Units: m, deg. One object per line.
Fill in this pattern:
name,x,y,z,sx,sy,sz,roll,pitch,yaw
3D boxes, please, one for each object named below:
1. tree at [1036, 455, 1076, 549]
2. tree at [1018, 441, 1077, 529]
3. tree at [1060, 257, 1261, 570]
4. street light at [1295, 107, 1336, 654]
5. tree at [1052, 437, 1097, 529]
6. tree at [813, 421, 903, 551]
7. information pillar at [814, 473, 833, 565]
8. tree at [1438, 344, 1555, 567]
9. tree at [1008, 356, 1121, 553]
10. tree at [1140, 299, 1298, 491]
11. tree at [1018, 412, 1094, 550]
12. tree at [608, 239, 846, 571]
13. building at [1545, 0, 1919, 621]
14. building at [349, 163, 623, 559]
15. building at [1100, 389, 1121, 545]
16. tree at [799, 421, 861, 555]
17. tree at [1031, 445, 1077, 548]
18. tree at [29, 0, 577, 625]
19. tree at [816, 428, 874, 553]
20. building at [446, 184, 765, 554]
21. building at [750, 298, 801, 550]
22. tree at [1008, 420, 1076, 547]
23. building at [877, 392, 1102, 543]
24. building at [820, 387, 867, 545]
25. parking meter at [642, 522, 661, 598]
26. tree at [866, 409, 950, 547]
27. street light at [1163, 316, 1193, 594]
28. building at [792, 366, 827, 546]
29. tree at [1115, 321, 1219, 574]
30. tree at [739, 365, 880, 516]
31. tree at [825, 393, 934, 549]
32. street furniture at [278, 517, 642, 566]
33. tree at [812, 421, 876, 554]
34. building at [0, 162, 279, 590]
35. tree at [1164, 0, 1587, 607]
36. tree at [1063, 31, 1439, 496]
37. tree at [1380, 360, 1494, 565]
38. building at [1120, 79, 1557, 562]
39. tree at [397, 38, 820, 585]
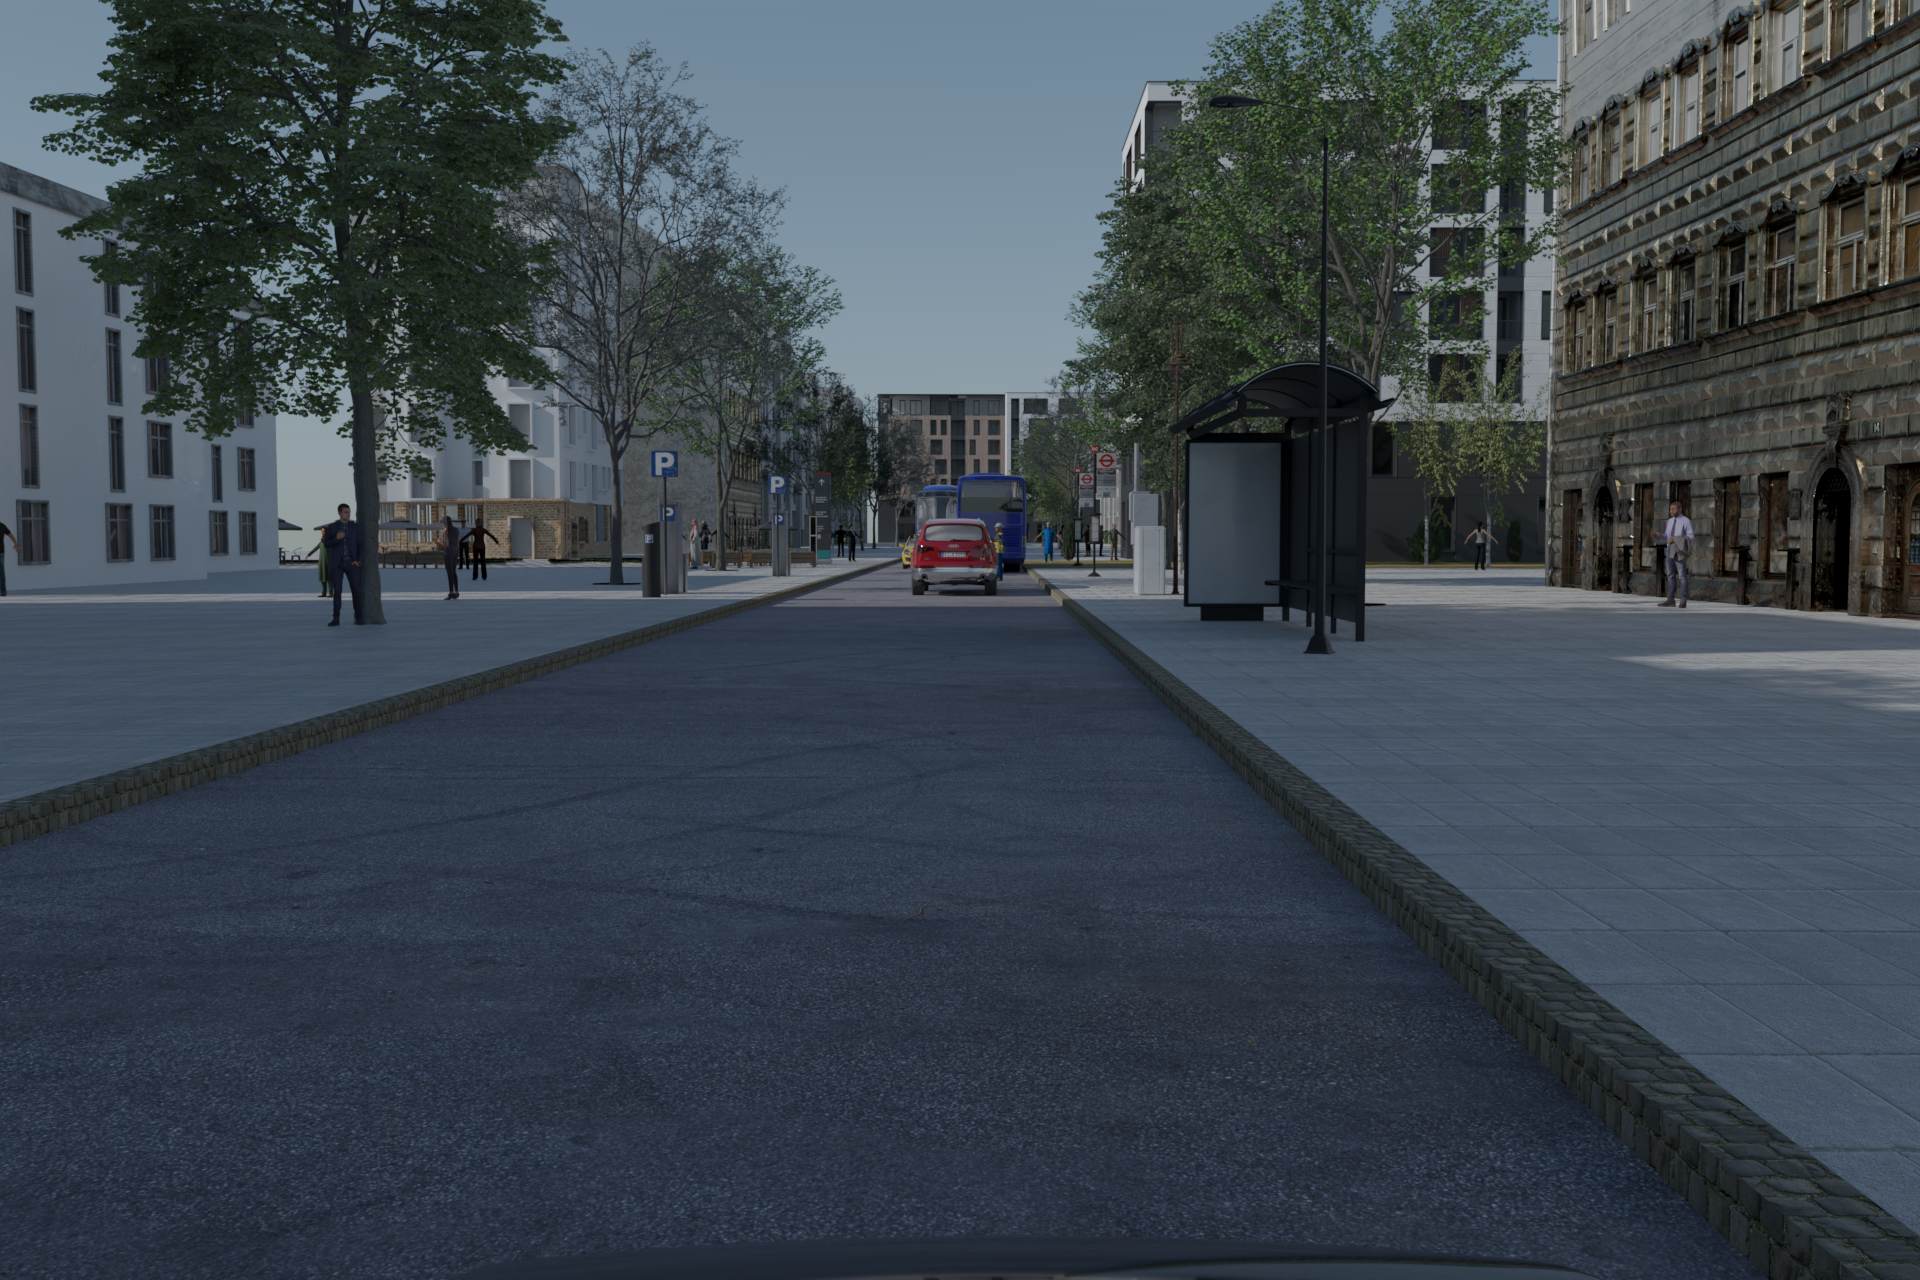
tree,8.679,-12.419,153.412,4.737,8.622,4.395,0,3,0
tree,8.389,-13.931,162.184,8.767,10.594,7.601,2,4,33
tree,7.465,-8.345,62.190,9.928,11.665,9.643,0,3,0
street light,4.413,-2.809,18.462,1.470,5.913,1.316,0,4,1
tree,8.270,-10.934,129.136,4.360,8.622,3.978,0,3,0
tree,-7.810,-12.128,132.697,7.601,10.594,8.767,1,4,9
information pillar,-5.799,-5.127,73.198,0.750,3.857,0.750,0,4,1
tree,20.568,-7.095,66.370,4.737,8.622,4.395,0,3,0
tree,7.849,-12.721,118.359,12.009,13.543,11.850,0,3,0
tree,11.051,-9.466,72.901,7.486,12.596,7.792,0,3,0
tree,8.597,-13.344,143.926,9.928,11.665,9.643,0,3,0
tree,-8.147,-8.208,59.953,9.928,11.665,9.643,0,3,0
building,23.312,-12.311,32.214,19.493,23.208,18.063,0,4,1
building,-25.072,-14.274,89.804,16.016,20.090,11.380,0,3,0
building,27.194,-21.549,218.781,16.747,18.905,31.486,0,4,1
tree,-7.727,-9.451,104.880,4.360,8.622,3.978,0,3,0
tree,8.286,-11.409,136.904,4.360,8.622,3.978,0,3,0
tree,-8.683,-6.476,24.002,7.486,12.596,7.792,0,3,0
tree,-7.367,-10.173,116.691,4.360,8.622,3.978,0,3,0
building,-23.810,-17.526,117.471,19.493,23.208,18.063,0,4,1
building,-23.088,-16.880,142.441,16.747,18.905,31.486,0,4,0
tree,8.282,-15.513,171.765,7.486,12.596,7.792,0,3,0
building,4.044,-25.370,261.232,32.646,21.610,27.936,0,4,-2
building,-21.458,-21.850,223.706,16.747,18.905,31.486,0,4,1
parking meter,-6.244,-1.628,35.023,0.372,1.533,0.369,0,3,0
tree,-6.060,-15.803,168.747,12.009,13.543,11.850,0,3,0
street light,4.624,-3.926,36.981,0.468,5.910,1.993,0,4,0
building,-24.634,-19.799,190.175,16.747,18.905,31.486,0,4,2
tree,7.129,-6.416,55.260,4.360,8.622,3.978,0,3,0
tree,-8.103,-9.712,93.199,8.767,10.594,7.601,1,4,11
tree,-7.421,-14.623,149.449,12.009,13.543,11.850,0,3,0
street furniture,-26.512,-4.301,75.345,27.439,1.986,14.083,-1,4,-13
tree,-7.440,-9.830,111.086,4.737,8.622,4.395,0,3,0
building,-25.895,-6.554,49.301,9.099,9.664,28.070,0,4,1
tree,7.200,-6.420,30.720,9.928,11.665,9.643,0,3,0
tree,7.278,-8.422,44.350,9.857,13.997,8.962,0,3,0
tree,19.674,-7.435,71.932,4.737,8.622,4.395,0,3,0
building,22.570,-15.329,94.600,27.936,21.610,32.646,0,4,1
tree,-8.632,-8.131,43.320,12.009,13.543,11.850,0,3,0
